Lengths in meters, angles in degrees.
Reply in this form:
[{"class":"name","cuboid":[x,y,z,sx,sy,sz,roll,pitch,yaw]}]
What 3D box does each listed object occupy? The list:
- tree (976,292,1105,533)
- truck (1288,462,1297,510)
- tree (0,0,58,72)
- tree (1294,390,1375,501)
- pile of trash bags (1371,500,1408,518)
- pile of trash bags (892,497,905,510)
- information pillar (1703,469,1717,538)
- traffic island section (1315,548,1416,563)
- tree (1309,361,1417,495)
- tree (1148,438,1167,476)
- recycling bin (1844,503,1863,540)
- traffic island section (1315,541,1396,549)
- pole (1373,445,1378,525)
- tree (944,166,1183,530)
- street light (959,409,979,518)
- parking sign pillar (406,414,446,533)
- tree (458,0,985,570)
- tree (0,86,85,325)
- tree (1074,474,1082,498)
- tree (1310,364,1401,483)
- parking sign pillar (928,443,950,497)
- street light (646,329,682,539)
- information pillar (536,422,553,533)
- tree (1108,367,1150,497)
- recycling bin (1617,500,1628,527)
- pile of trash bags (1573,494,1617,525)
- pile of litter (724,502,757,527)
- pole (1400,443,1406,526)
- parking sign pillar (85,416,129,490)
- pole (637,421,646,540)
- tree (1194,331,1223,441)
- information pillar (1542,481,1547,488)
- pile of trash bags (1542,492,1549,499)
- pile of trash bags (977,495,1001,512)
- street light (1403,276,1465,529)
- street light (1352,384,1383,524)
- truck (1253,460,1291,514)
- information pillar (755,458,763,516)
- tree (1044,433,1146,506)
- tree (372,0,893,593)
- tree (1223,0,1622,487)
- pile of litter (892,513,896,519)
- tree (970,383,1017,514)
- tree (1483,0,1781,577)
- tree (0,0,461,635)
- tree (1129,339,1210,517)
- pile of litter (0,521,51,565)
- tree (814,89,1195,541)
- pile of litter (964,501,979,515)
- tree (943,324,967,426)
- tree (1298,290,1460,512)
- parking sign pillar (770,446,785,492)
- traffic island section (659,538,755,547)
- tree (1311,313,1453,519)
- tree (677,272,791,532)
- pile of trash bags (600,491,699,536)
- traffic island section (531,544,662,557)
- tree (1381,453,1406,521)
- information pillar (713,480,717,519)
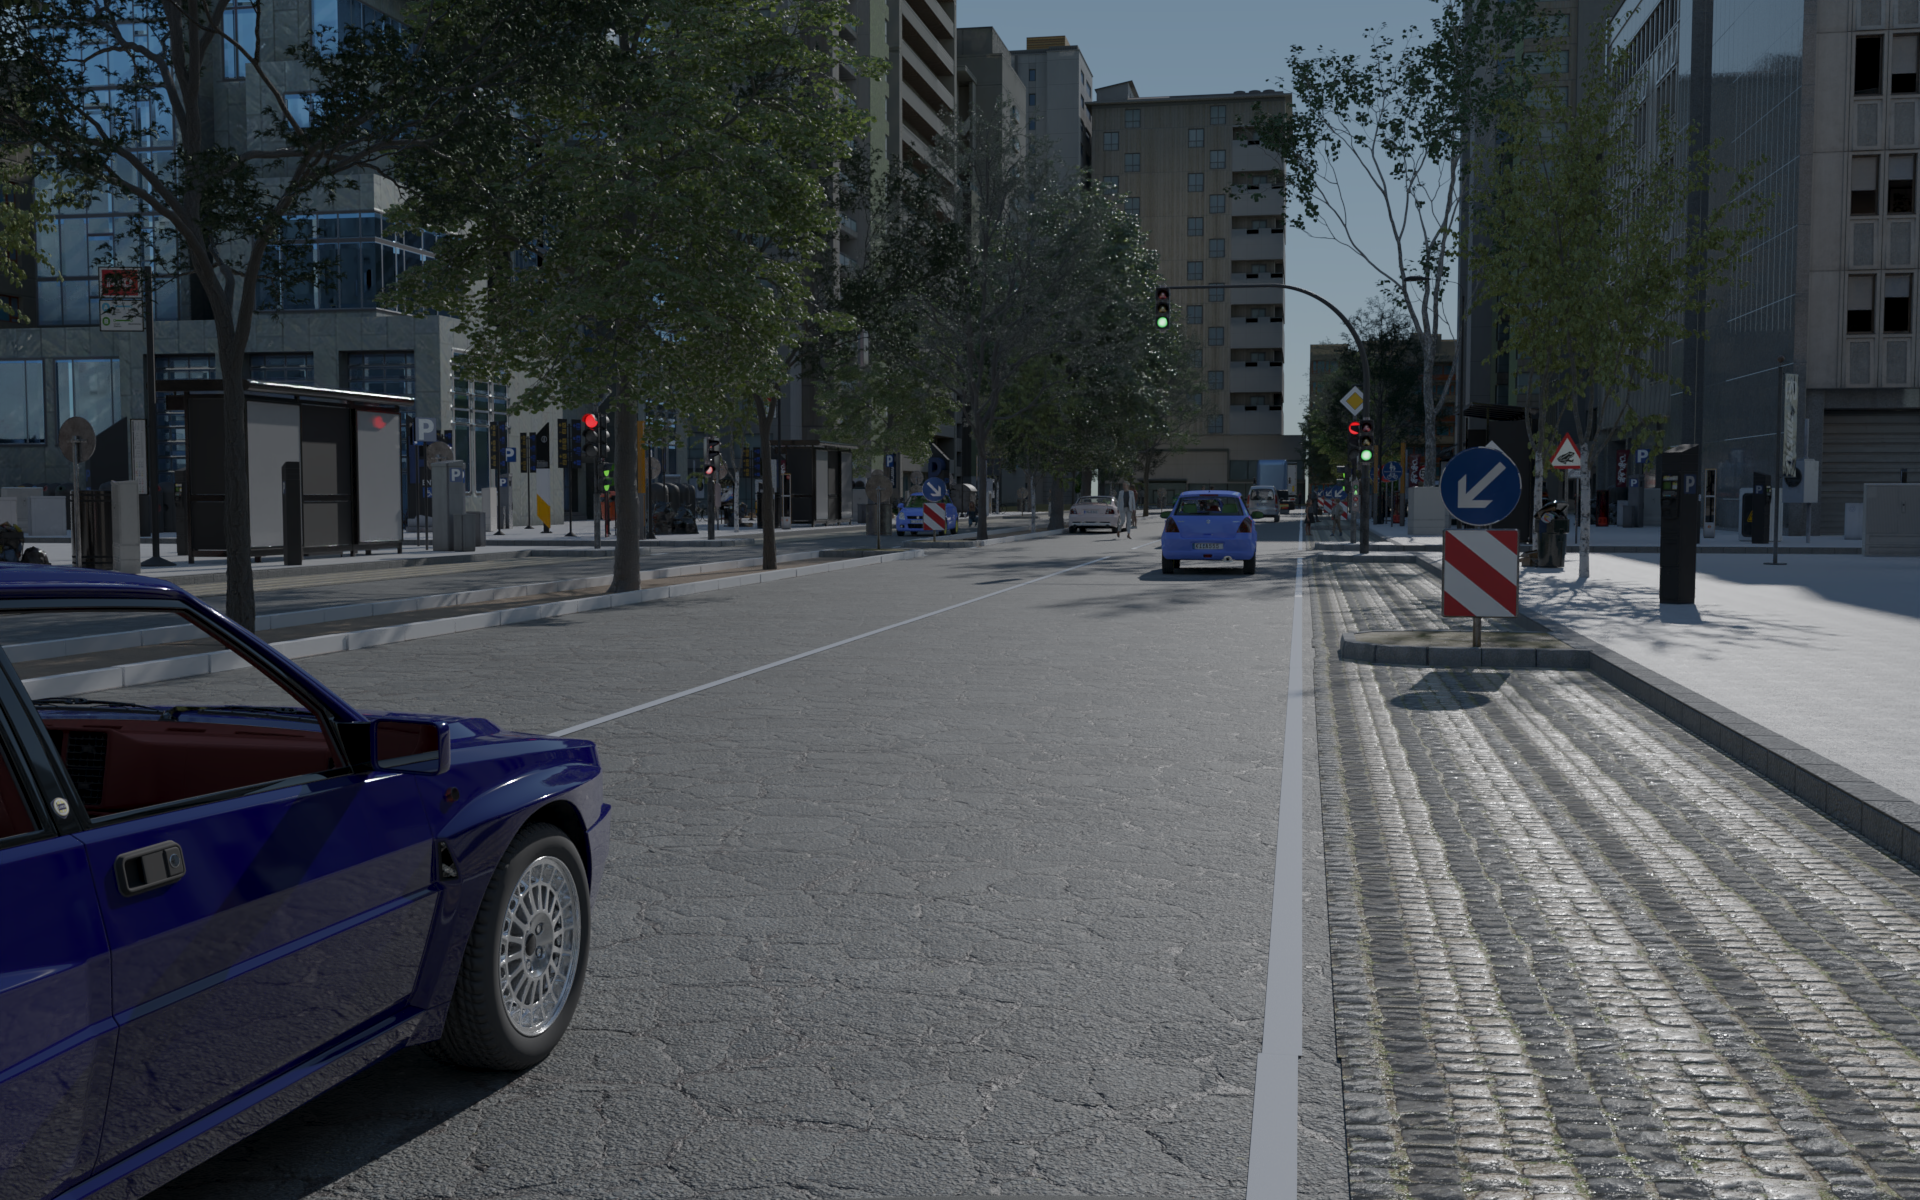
[{"class":"tree","cuboid":[2.612,-6.634,61.287,4.737,8.622,4.395,0,3,0]},{"class":"truck","cuboid":[29.558,-10.419,159.267,2.839,4.237,11.283,1,4,10]},{"class":"tree","cuboid":[-7.846,-3.499,10.033,4.360,8.622,3.978,0,3,0]},{"class":"tree","cuboid":[42.386,-17.578,194.062,9.857,13.997,8.962,0,3,0]},{"class":"pile of trash bags","cuboid":[23.924,-5.248,95.563,1.912,1.369,3.447,2,4,30]},{"class":"pile of trash bags","cuboid":[-3.112,-6.903,122.616,3.447,1.369,1.912,-1,4,-14]},{"class":"information pillar","cuboid":[21.802,-2.805,50.358,0.304,2.012,0.304,1,4,22]},{"class":"traffic island section","cuboid":[8.719,-0.919,37.309,2.009,0.180,2.903,1,4,11]},{"class":"tree","cuboid":[29.146,-12.201,125.248,9.928,11.665,9.643,0,3,0]},{"class":"tree","cuboid":[19.367,-15.995,195.933,8.767,10.594,7.601,-1,4,-17]},{"class":"recycling bin","cuboid":[25.363,-2.219,48.839,0.722,1.027,0.722,2,4,28]},{"class":"traffic island section","cuboid":[10.268,-1.398,45.143,2.009,0.180,2.903,1,4,11]},{"class":"pole","cuboid":[17.402,-4.811,72.499,0.158,3.312,0.155,0,3,0]},{"class":"tree","cuboid":[3.825,-9.743,68.411,9.857,13.997,8.962,0,3,0]},{"class":"street light","cuboid":[0.646,-7.435,94.096,1.470,5.913,1.316,1,4,11]},{"class":"parking sign pillar","cuboid":[-17.913,-4.267,58.235,1.447,3.967,1.447,-1,4,-21]},{"class":"tree","cuboid":[-3.505,-5.865,32.759,8.767,10.594,7.601,1,4,11]},{"class":"tree","cuboid":[-14.723,-4.558,24.880,4.737,8.622,4.395,0,3,0]},{"class":"tree","cuboid":[10.520,-9.718,153.483,1.663,3.219,1.824,0,3,0]},{"class":"tree","cuboid":[31.706,-13.482,138.562,7.486,12.596,7.792,0,3,0]},{"class":"parking sign pillar","cuboid":[-1.124,-6.317,91.749,1.447,3.967,1.447,-3,5,-41]},{"class":"street light","cuboid":[-8.282,-4.676,48.998,1.470,5.913,1.316,1,4,11]},{"class":"information pillar","cuboid":[-13.594,-3.987,56.542,0.504,3.616,0.183,1,4,22]},{"class":"tree","cuboid":[7.629,-8.168,86.368,4.737,8.622,4.395,0,3,0]},{"class":"recycling bin","cuboid":[26.424,-3.429,68.625,0.722,1.027,0.722,1,4,21]},{"class":"pile of trash bags","cuboid":[27.207,-3.887,73.306,1.912,1.369,3.447,-1,4,-20]},{"class":"pile of litter","cuboid":[-8.670,-3.295,67.839,1.176,0.858,1.719,-1,4,-9]},{"class":"pole","cuboid":[17.557,-4.576,68.666,0.158,3.312,0.155,0,3,0]},{"class":"parking sign pillar","cuboid":[-29.450,-4.363,59.809,1.447,3.967,1.447,3,5,40]},{"class":"pole","cuboid":[-8.882,-3.331,48.313,0.158,3.312,0.155,0,3,0]},{"class":"tree","cuboid":[9.439,-11.189,95.766,12.009,13.543,11.850,0,3,0]},{"class":"information pillar","cuboid":[33.663,-5.835,99.896,0.304,2.012,0.304,1,4,14]},{"class":"pile of trash bags","cuboid":[24.856,-4.148,77.579,3.447,1.369,1.912,-1,4,-19]},{"class":"pile of trash bags","cuboid":[1.294,-6.822,121.295,3.447,1.369,1.912,1,4,12]},{"class":"street light","cuboid":[10.123,-3.937,36.906,1.470,5.913,1.316,1,4,11]},{"class":"street light","cuboid":[17.255,-6.163,73.309,1.470,5.913,1.316,1,4,11]},{"class":"truck","cuboid":[23.500,-8.600,130.367,2.967,4.110,18.799,1,4,10]},{"class":"information pillar","cuboid":[-11.451,-6.569,98.757,0.504,3.616,0.183,-1,4,-14]},{"class":"tree","cuboid":[9.485,-12.606,140.519,7.601,10.594,8.767,-1,4,-19]},{"class":"tree","cuboid":[-4.860,-6.398,25.189,7.486,12.596,7.792,0,3,0]},{"class":"tree","cuboid":[15.165,-12.336,57.587,12.611,20.169,13.585,0,3,0]},{"class":"pile of litter","cuboid":[-3.875,-4.690,90.643,1.719,0.858,1.176,1,4,11]},{"class":"tree","cuboid":[2.509,-9.749,109.759,4.360,8.622,3.978,0,3,0]},{"class":"tree","cuboid":[9.691,-4.639,26.212,4.737,8.622,4.395,0,3,0]},{"class":"tree","cuboid":[-6.506,-4.833,15.896,8.767,10.594,7.601,1,4,11]},{"class":"tree","cuboid":[11.697,-10.984,107.803,9.928,11.665,9.643,0,3,0]},{"class":"pile of litter","cuboid":[-15.178,-0.821,27.388,1.719,0.858,1.176,-2,4,-35]},{"class":"tree","cuboid":[0.688,-8.554,52.690,12.009,13.543,11.850,0,3,0]},{"class":"pile of litter","cuboid":[1.343,-6.404,118.664,1.719,0.858,1.176,0,4,-6]},{"class":"tree","cuboid":[-3.098,-10.035,82.196,7.486,12.596,7.792,0,3,0]},{"class":"tree","cuboid":[25.137,-11.888,104.737,12.009,13.543,11.850,0,3,0]},{"class":"parking sign pillar","cuboid":[-10.104,-6.689,97.838,1.447,3.967,1.447,-3,5,-45]},{"class":"traffic island section","cuboid":[-6.990,-1.606,48.547,2.009,0.180,2.903,1,4,11]},{"class":"tree","cuboid":[21.774,-9.459,89.064,7.601,10.594,8.767,0,4,-1]},{"class":"tree","cuboid":[-7.542,-6.577,57.900,4.737,8.622,4.395,0,3,0]},{"class":"pile of trash bags","cuboid":[-9.994,-2.750,54.723,1.912,1.369,3.447,3,4,36]},{"class":"traffic island section","cuboid":[-8.538,-1.127,40.713,2.009,0.180,2.903,1,4,11]},{"class":"tree","cuboid":[20.370,-5.326,81.689,1.663,3.219,1.824,0,3,0]},{"class":"information pillar","cuboid":[-12.917,-5.276,90.750,0.304,2.012,0.304,-1,4,-21]}]
